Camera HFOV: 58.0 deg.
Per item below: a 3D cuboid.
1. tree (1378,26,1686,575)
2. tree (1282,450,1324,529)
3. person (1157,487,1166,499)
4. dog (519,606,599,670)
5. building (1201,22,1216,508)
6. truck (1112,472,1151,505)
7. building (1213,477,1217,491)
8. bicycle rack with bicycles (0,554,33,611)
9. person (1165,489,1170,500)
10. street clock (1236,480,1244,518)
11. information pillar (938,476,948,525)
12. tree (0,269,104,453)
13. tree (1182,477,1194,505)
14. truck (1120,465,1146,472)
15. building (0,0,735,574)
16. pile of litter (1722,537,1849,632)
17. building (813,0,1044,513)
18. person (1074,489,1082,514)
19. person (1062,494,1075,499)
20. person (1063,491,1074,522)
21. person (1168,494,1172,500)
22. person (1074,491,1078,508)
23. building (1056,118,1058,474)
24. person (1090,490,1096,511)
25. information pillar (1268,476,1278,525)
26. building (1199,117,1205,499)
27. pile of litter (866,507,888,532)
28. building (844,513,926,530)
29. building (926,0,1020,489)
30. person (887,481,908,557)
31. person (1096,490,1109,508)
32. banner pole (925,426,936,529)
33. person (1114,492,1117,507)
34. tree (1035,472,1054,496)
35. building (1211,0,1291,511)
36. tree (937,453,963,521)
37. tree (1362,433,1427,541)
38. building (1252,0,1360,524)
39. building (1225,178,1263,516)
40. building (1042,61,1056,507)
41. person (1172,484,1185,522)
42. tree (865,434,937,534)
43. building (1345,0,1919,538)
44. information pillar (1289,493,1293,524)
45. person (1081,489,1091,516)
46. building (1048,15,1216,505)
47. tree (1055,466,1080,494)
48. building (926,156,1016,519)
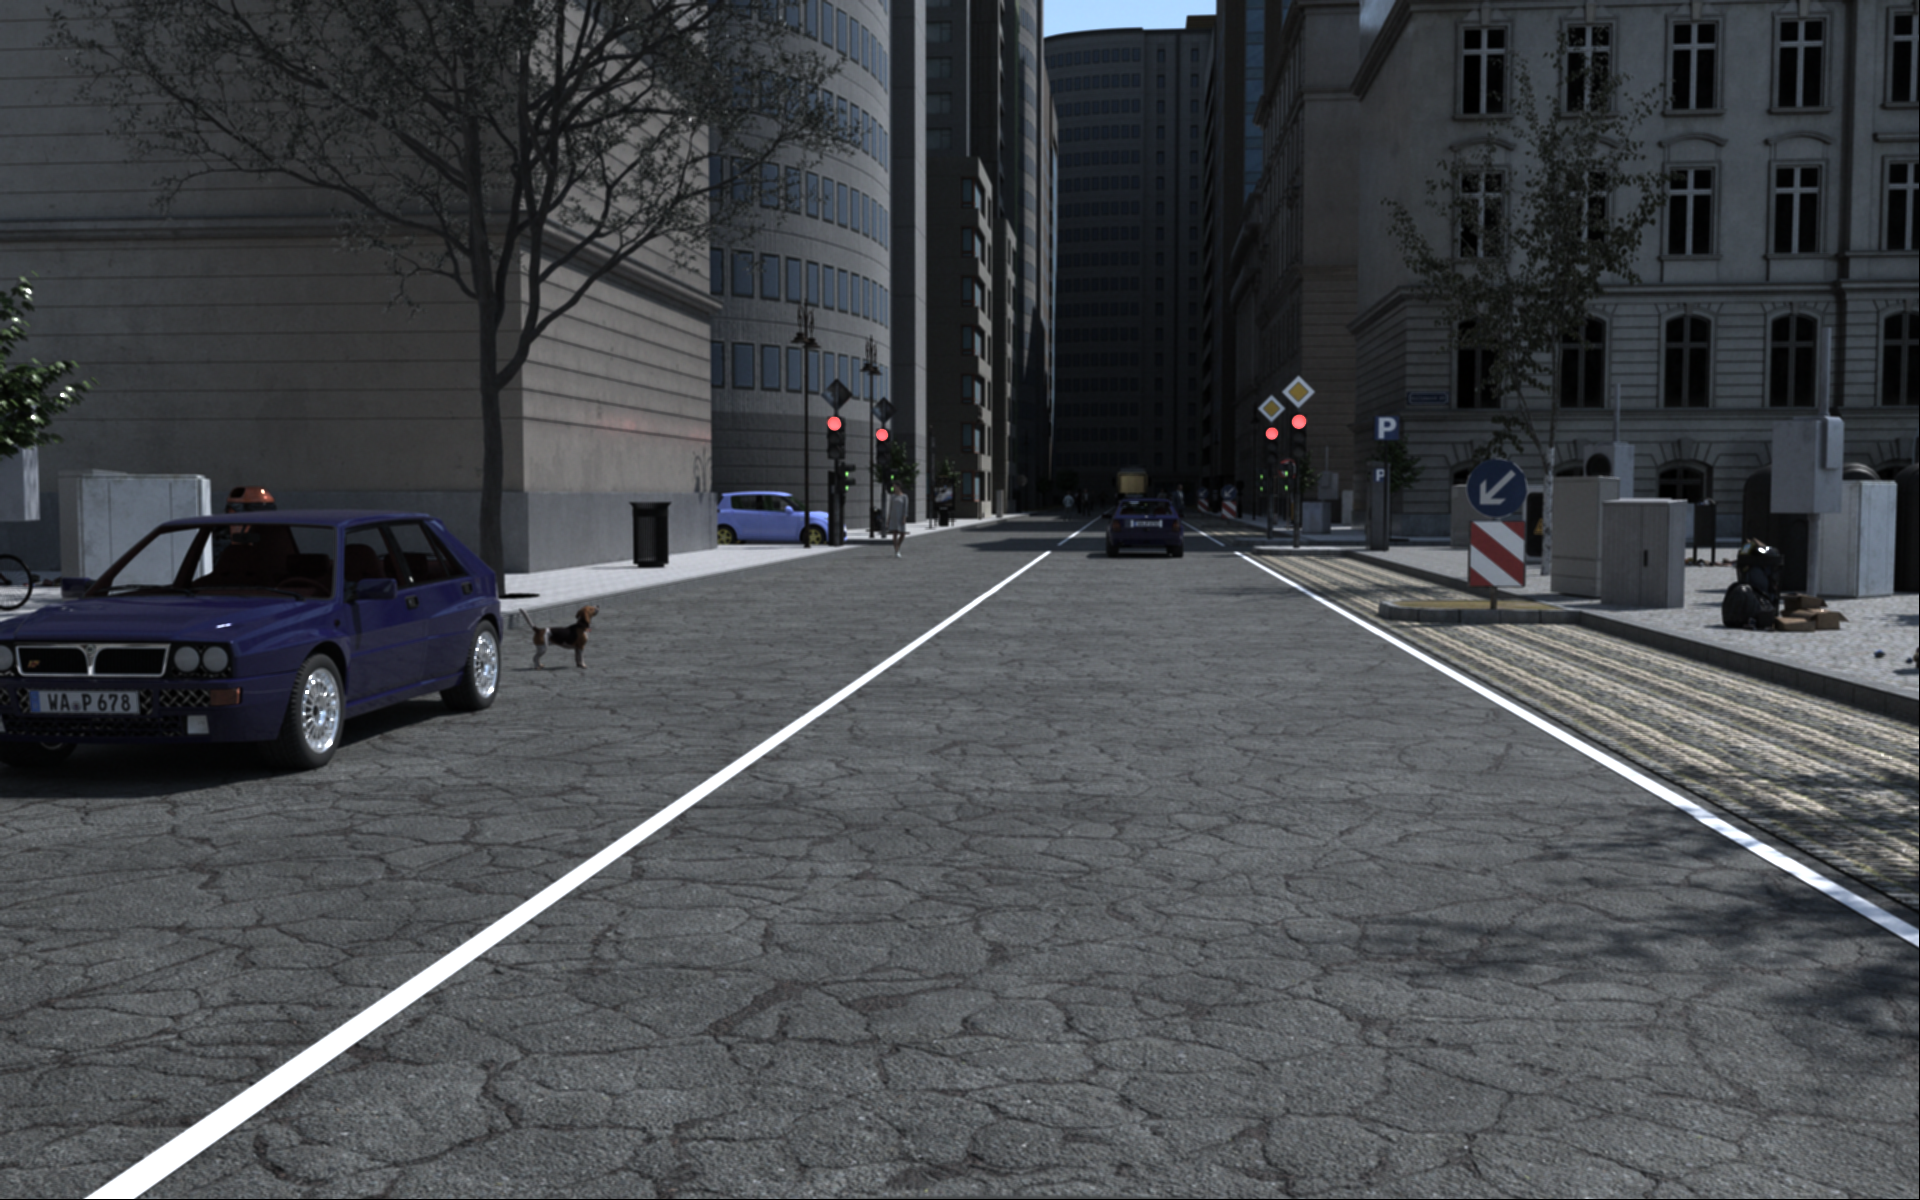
[{"bbox_3d":[9.095,-4.705,27.294,4.360,8.622,3.978,0,3,0],"label":"tree"},{"bbox_3d":[12.809,-4.296,64.843,1.663,3.219,1.824,0,3,0],"label":"tree"},{"bbox_3d":[11.238,-5.371,96.501,0.511,1.800,0.466,1,4,12],"label":"person"},{"bbox_3d":[-3.291,0.307,14.265,0.406,0.507,0.540,2,4,27],"label":"dog"},{"bbox_3d":[35.232,-33.494,171.323,21.300,48.544,21.600,0,4,6],"label":"building"},{"bbox_3d":[14.885,-9.420,149.938,3.469,3.379,9.791,0,4,5],"label":"truck"},{"bbox_3d":[32.916,-43.492,149.344,20.563,71.187,20.611,0,4,6],"label":"building"},{"bbox_3d":[-11.842,-0.298,18.261,2.925,0.926,2.852,1,4,13],"label":"bicycle rack with bicycles"},{"bbox_3d":[17.622,-8.523,147.849,0.705,1.824,1.348,-1,4,-13],"label":"person"},{"bbox_3d":[14.880,-5.353,92.094,0.471,2.002,0.358,-3,5,-41],"label":"street clock"},{"bbox_3d":[-0.699,-4.054,70.772,0.304,2.012,0.304,-2,4,-26],"label":"information pillar"},{"bbox_3d":[-7.469,-1.105,12.670,1.663,3.219,1.824,0,3,0],"label":"tree"},{"bbox_3d":[25.674,-12.350,196.525,1.663,3.219,1.824,0,3,0],"label":"tree"},{"bbox_3d":[17.398,-11.326,174.098,2.839,4.237,11.283,0,4,6],"label":"truck"},{"bbox_3d":[-17.367,-15.124,34.672,23.554,28.519,14.401,0,4,6],"label":"building"},{"bbox_3d":[8.033,-0.174,16.809,1.719,0.858,1.176,-3,4,-38],"label":"pile of litter"},{"bbox_3d":[-3.856,-37.375,153.076,21.231,58.520,28.212,0,4,6],"label":"building"},{"bbox_3d":[8.758,-7.288,127.619,0.705,1.831,1.348,2,4,25],"label":"person"},{"bbox_3d":[9.423,-8.621,149.978,1.217,1.766,0.721,0,4,8],"label":"person"},{"bbox_3d":[5.561,-4.792,88.661,0.589,1.601,0.330,1,4,21],"label":"person"},{"bbox_3d":[20.026,-9.228,162.574,0.799,1.438,0.628,-3,5,-41],"label":"person"},{"bbox_3d":[12.055,-10.346,178.595,0.756,1.711,0.436,-1,4,-17],"label":"person"},{"bbox_3d":[3.354,-33.141,191.969,14.200,45.320,14.600,0,4,6],"label":"building"},{"bbox_3d":[11.503,-8.538,148.625,0.750,1.759,0.617,2,4,29],"label":"person"},{"bbox_3d":[13.038,-4.139,72.161,0.304,2.012,0.304,2,4,35],"label":"information pillar"},{"bbox_3d":[33.438,-30.978,190.081,14.154,41.232,14.086,0,4,6],"label":"building"},{"bbox_3d":[-2.632,-2.791,59.592,1.176,0.858,1.719,-1,4,-9],"label":"pile of litter"},{"bbox_3d":[-13.397,-32.045,65.927,21.231,58.520,28.212,0,4,6],"label":"building"},{"bbox_3d":[-2.946,-27.444,132.299,14.154,41.232,14.086,0,4,6],"label":"building"},{"bbox_3d":[-1.437,-1.849,39.484,0.466,1.731,0.760,-1,4,-14],"label":"person"},{"bbox_3d":[14.926,-10.552,181.116,1.348,1.812,0.705,1,4,18],"label":"person"},{"bbox_3d":[-1.018,-4.491,63.440,0.401,3.779,0.863,-1,4,-17],"label":"banner pole"},{"bbox_3d":[17.503,-11.210,192.728,0.436,1.711,0.756,-1,4,-21],"label":"person"},{"bbox_3d":[7.201,-9.347,147.427,1.663,3.219,1.824,0,3,0],"label":"tree"},{"bbox_3d":[26.854,-29.546,133.184,14.600,45.320,14.200,0,4,6],"label":"building"},{"bbox_3d":[-0.650,-5.331,81.771,1.663,3.219,1.824,0,3,0],"label":"tree"},{"bbox_3d":[12.008,-3.247,47.684,1.663,3.219,1.824,0,3,0],"label":"tree"},{"bbox_3d":[21.605,-17.676,86.267,12.463,27.353,25.104,0,4,6],"label":"building"},{"bbox_3d":[24.259,-16.454,110.824,13.314,21.916,24.055,0,4,6],"label":"building"},{"bbox_3d":[1.737,-32.057,174.250,14.600,45.320,14.200,0,4,6],"label":"building"},{"bbox_3d":[8.295,-3.496,65.840,0.419,1.800,0.721,3,5,45],"label":"person"},{"bbox_3d":[-1.992,-3.725,55.501,1.663,3.219,1.824,0,3,0],"label":"tree"},{"bbox_3d":[30.547,-14.395,54.441,34.723,24.649,14.460,0,4,6],"label":"building"},{"bbox_3d":[14.275,-5.036,73.685,0.504,3.616,0.183,-3,4,-38],"label":"information pillar"},{"bbox_3d":[8.170,-6.305,111.978,0.661,1.777,0.834,-1,4,-21],"label":"person"},{"bbox_3d":[20.979,-41.353,218.112,28.212,58.520,21.231,0,4,6],"label":"building"},{"bbox_3d":[12.510,-13.362,202.174,4.285,4.588,4.351,0,3,0],"label":"tree"},{"bbox_3d":[-11.371,-15.881,104.691,27.650,21.520,28.899,0,4,6],"label":"building"}]
